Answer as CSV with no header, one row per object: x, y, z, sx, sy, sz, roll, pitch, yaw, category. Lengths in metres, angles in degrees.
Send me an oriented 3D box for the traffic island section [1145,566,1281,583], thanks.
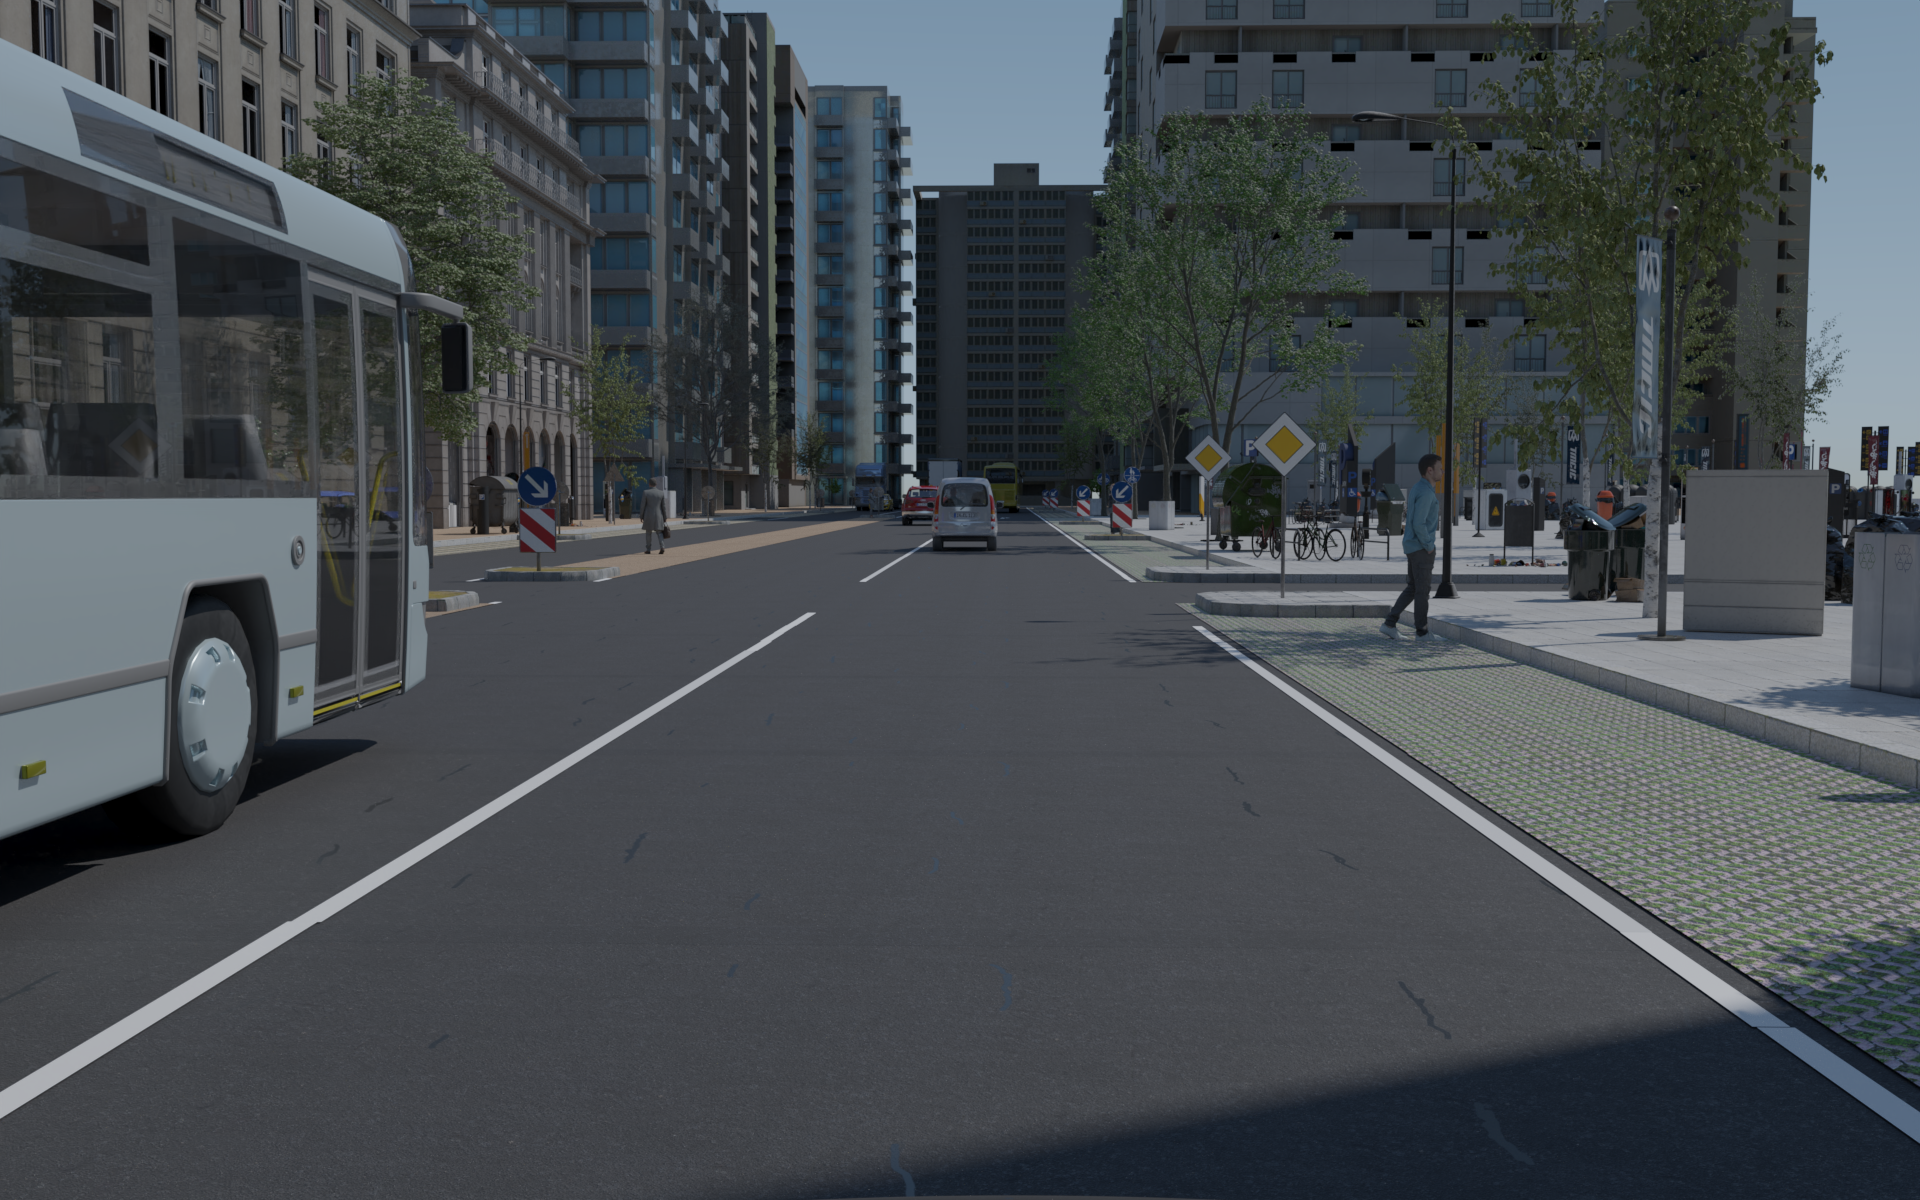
4.212,-0.432,29.342,2.009,0.180,2.903,0,4,2,traffic island section

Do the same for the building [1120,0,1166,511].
19.839,-27.836,138.721,14.154,41.232,14.086,0,4,2,building

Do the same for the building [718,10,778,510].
-23.038,-28.096,142.965,14.154,41.232,14.086,0,4,2,building

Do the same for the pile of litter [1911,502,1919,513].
52.143,-4.908,94.217,1.176,0.858,1.719,1,4,11,pile of litter

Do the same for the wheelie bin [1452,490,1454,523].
21.645,-4.197,76.529,0.693,1.594,0.980,1,4,13,wheelie bin

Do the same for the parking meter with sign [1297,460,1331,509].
18.439,-5.740,90.105,1.738,3.016,0.543,1,4,22,parking meter with sign

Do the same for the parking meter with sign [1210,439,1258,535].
8.623,-3.567,54.589,1.738,3.016,0.543,-3,5,-40,parking meter with sign

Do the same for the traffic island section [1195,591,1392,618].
3.996,0.056,21.360,2.009,0.180,2.903,0,4,2,traffic island section

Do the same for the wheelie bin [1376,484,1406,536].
13.223,-2.779,53.351,0.980,1.594,0.693,-2,4,-30,wheelie bin

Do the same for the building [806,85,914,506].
-20.701,-35.677,202.927,30.456,49.044,23.786,0,4,2,building

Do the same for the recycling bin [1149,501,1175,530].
7.179,-3.001,61.622,0.722,1.027,0.722,2,4,29,recycling bin

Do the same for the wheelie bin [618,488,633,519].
-17.145,-4.952,88.881,0.693,1.594,0.980,0,4,-2,wheelie bin

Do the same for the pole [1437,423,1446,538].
13.986,-3.438,50.053,0.158,3.312,0.155,0,3,0,pole

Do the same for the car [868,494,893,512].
-6.470,-8.066,142.107,2.015,1.641,3.980,0,4,3,car

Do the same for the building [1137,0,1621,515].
26.314,-32.292,117.217,28.713,52.752,27.495,0,4,2,building

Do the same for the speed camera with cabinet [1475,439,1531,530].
19.310,-4.110,61.535,2.038,3.252,0.660,-2,4,-24,speed camera with cabinet

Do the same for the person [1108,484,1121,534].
5.199,-3.006,58.063,0.534,1.772,0.576,0,4,-8,person

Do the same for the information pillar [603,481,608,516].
-20.197,-5.784,99.054,0.304,2.012,0.304,-3,5,-43,information pillar

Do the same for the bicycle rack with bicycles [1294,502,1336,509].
15.067,-3.694,73.784,2.925,0.926,2.852,-3,5,-42,bicycle rack with bicycles

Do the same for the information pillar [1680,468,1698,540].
20.370,-2.686,48.402,0.304,2.012,0.304,-2,4,-30,information pillar

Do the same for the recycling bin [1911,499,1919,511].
54.633,-5.265,98.644,0.722,1.027,0.722,-3,5,-44,recycling bin

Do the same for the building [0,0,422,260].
-26.929,-13.083,47.183,16.112,22.955,30.059,0,4,2,building

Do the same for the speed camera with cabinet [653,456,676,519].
-15.399,-5.865,90.233,0.660,3.252,2.038,1,4,9,speed camera with cabinet

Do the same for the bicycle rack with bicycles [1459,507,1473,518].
22.270,-4.242,82.742,2.852,0.926,2.925,-2,4,-30,bicycle rack with bicycles

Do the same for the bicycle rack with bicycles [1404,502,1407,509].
19.630,-3.856,76.431,2.925,0.926,2.852,-1,4,-14,bicycle rack with bicycles

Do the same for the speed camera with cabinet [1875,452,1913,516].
43.186,-5.241,80.033,2.038,3.252,0.660,-2,4,-31,speed camera with cabinet

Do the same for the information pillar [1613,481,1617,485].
36.109,-5.582,95.749,0.304,2.012,0.304,3,4,38,information pillar

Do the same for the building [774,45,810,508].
-22.790,-31.853,170.915,14.200,45.320,14.600,0,4,2,building

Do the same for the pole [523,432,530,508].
-14.327,-3.881,57.301,0.158,3.312,0.155,0,3,0,pole

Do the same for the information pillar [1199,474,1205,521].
11.405,-5.522,81.643,0.183,3.616,0.504,2,4,26,information pillar

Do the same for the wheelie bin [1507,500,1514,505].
27.474,-4.832,86.911,0.693,1.594,0.980,2,4,24,wheelie bin

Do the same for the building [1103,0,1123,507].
24.810,-33.087,160.585,23.786,49.044,30.456,0,4,2,building

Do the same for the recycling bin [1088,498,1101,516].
7.932,-5.429,101.326,0.722,1.027,0.722,-1,4,-11,recycling bin

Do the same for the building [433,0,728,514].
-28.436,-30.644,120.635,23.786,49.044,30.456,0,4,2,building

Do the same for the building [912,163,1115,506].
6.609,-31.445,205.999,23.993,40.220,32.217,0,4,2,building

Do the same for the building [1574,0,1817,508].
68.200,-33.095,164.806,21.600,48.544,21.300,0,4,2,building

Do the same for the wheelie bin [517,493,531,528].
-16.654,-3.549,65.942,0.693,1.594,0.980,0,4,-7,wheelie bin

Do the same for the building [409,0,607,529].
-24.499,-14.237,74.576,13.314,21.916,24.055,0,4,2,building

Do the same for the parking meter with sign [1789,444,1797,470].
29.903,-3.942,60.708,1.738,3.016,0.543,0,4,-4,parking meter with sign

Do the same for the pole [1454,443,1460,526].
19.898,-4.623,69.423,0.158,3.312,0.155,0,3,0,pole

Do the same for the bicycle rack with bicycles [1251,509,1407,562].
7.171,-1.260,33.978,2.852,0.926,2.925,0,4,-5,bicycle rack with bicycles

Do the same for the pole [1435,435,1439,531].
16.638,-4.065,60.303,0.158,3.312,0.155,0,3,0,pole

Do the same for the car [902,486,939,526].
-1.583,-4.377,80.241,2.281,1.827,5.304,0,4,2,car

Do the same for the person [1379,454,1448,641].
4.426,-0.511,16.873,0.620,1.820,0.660,0,4,2,person

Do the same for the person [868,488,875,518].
-5.150,-5.713,102.175,0.573,1.790,0.520,-3,4,-38,person

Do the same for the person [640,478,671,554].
-7.262,-1.988,41.110,0.694,1.812,0.767,-2,4,-27,person

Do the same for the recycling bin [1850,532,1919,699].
6.309,0.083,11.203,0.722,1.027,0.722,0,4,-6,recycling bin
